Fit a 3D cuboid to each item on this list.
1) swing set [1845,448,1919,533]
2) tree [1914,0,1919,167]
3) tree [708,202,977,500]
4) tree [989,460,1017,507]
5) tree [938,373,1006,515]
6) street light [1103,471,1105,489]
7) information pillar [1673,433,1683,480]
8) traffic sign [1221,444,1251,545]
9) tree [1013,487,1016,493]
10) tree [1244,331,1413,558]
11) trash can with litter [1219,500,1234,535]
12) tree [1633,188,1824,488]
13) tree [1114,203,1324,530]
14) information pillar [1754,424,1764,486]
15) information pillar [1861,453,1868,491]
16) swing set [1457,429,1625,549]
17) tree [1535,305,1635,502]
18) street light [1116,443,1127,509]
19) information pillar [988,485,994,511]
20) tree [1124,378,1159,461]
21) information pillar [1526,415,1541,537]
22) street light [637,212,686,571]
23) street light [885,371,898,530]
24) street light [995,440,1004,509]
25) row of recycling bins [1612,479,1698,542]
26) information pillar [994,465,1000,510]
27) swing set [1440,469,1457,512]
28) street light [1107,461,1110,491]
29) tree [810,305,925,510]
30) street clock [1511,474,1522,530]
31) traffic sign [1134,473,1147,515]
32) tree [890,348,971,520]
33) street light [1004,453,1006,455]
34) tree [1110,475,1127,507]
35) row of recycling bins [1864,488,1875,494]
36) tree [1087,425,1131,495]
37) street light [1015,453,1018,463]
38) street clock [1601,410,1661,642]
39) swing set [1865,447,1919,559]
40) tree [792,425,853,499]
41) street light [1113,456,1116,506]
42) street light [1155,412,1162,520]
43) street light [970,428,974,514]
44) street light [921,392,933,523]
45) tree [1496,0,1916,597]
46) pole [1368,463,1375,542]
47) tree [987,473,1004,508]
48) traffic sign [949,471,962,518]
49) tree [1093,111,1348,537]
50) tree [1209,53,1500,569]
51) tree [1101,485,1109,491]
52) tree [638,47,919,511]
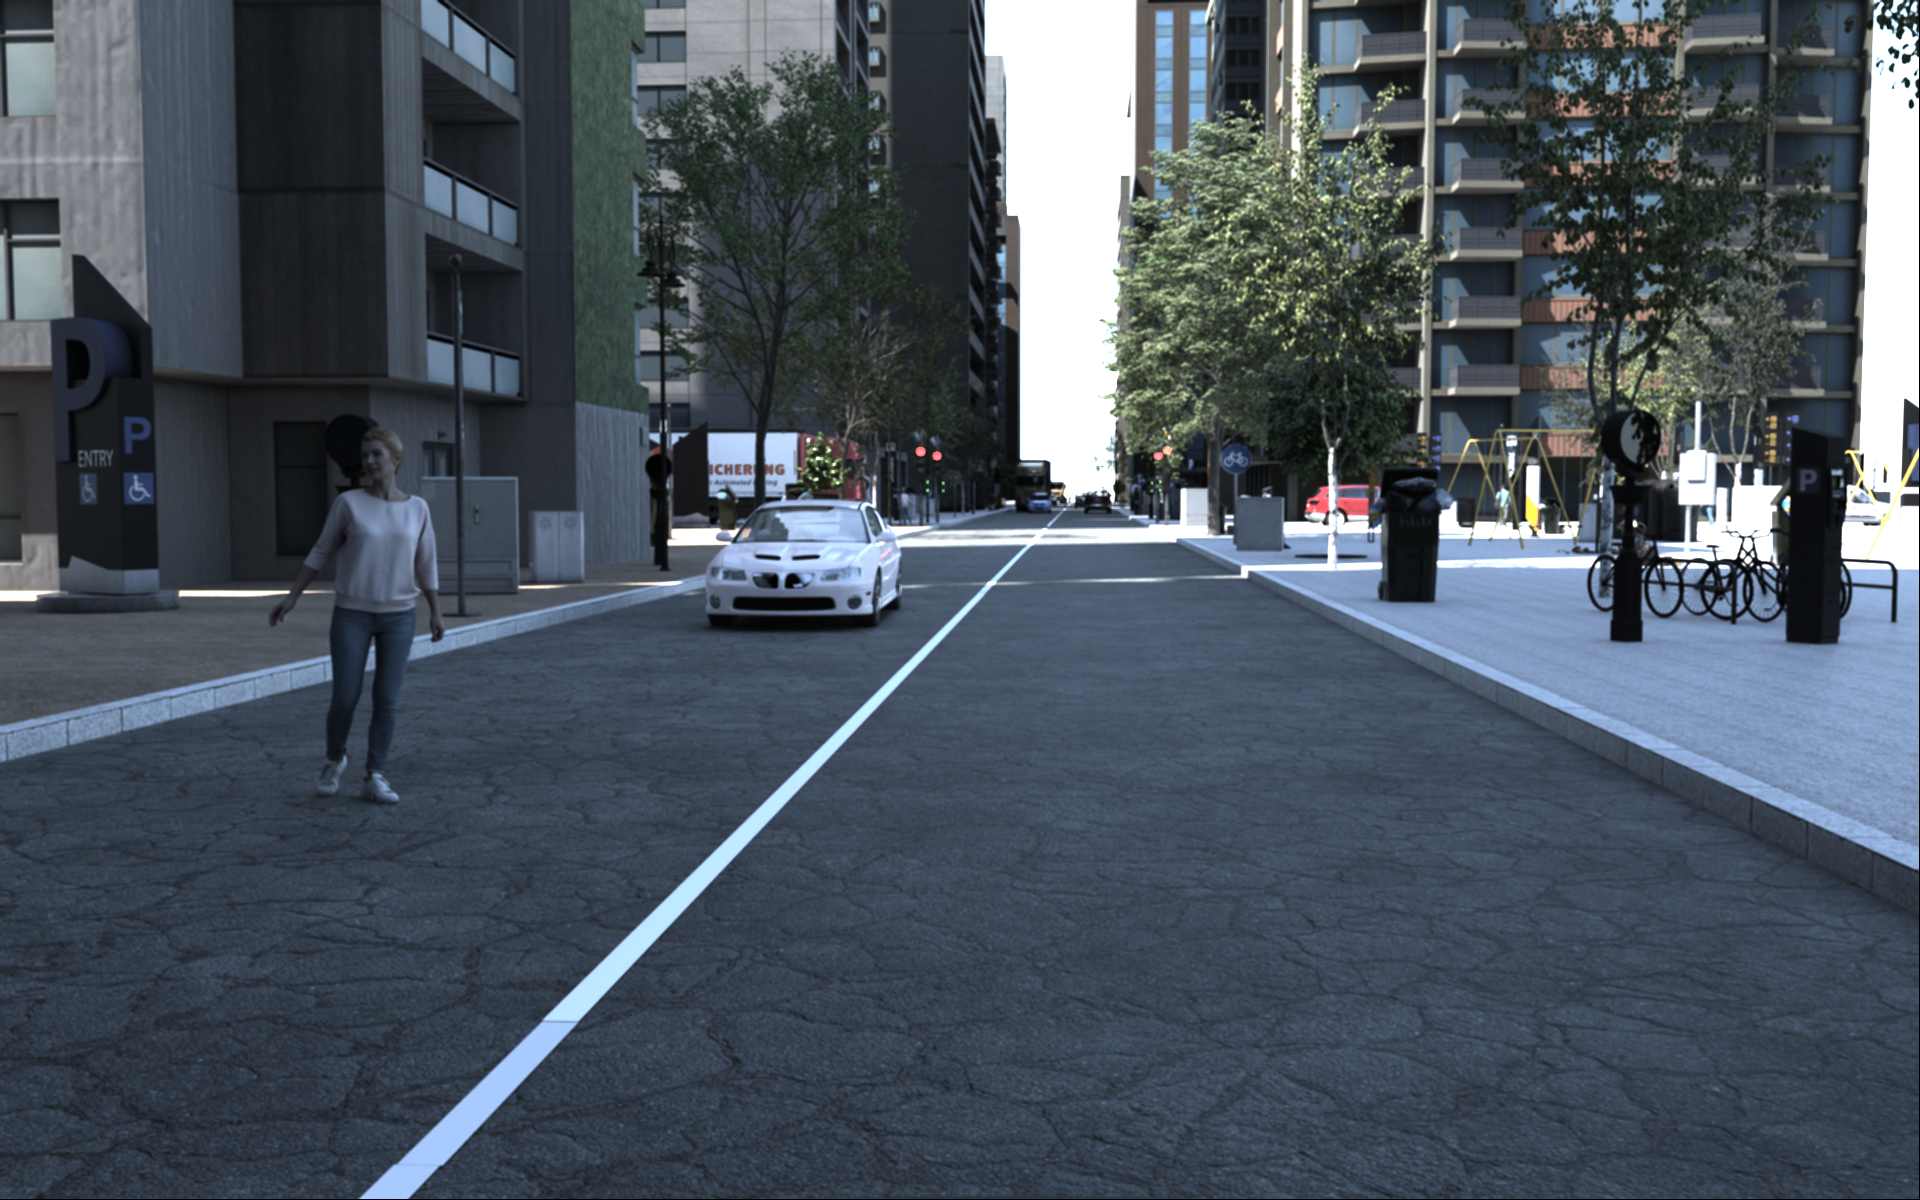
[{"bbox_3d":[33.270,-4.048,63.798,3.119,2.851,2.862,-3,5,-43],"label":"swing set"},{"bbox_3d":[8.331,-3.755,11.755,4.737,8.622,4.395,0,3,0],"label":"tree"},{"bbox_3d":[-3.886,-7.416,55.666,8.767,10.594,7.601,-1,4,-9],"label":"tree"},{"bbox_3d":[4.406,-11.215,167.081,4.285,4.588,4.351,0,3,0],"label":"tree"},{"bbox_3d":[0.266,-9.445,104.784,4.360,8.622,3.978,0,3,0],"label":"tree"},{"bbox_3d":[20.724,-16.556,243.475,0.468,5.910,1.993,0,4,4],"label":"street light"},{"bbox_3d":[27.673,-4.614,66.786,0.183,3.616,0.504,-1,4,-8],"label":"information pillar"},{"bbox_3d":[6.984,-2.679,43.907,0.768,2.556,0.104,0,4,8],"label":"traffic sign"},{"bbox_3d":[6.768,-12.690,202.088,1.663,3.219,1.824,0,3,0],"label":"tree"},{"bbox_3d":[7.454,-3.142,35.080,4.285,4.588,4.351,0,3,0],"label":"tree"},{"bbox_3d":[8.467,-2.683,55.254,1.055,1.170,0.624,2,4,34],"label":"trash can with litter"},{"bbox_3d":[19.034,-5.631,42.424,4.360,8.622,3.978,0,3,0],"label":"tree"},{"bbox_3d":[9.190,-8.351,62.287,9.928,11.665,9.643,0,3,0],"label":"tree"},{"bbox_3d":[26.946,-4.103,58.440,0.504,3.616,0.183,-3,5,-44],"label":"information pillar"},{"bbox_3d":[49.542,-6.361,95.364,0.504,3.616,0.183,0,4,-7],"label":"information pillar"},{"bbox_3d":[14.220,-2.715,42.005,3.119,2.851,2.862,-1,4,-9],"label":"swing set"},{"bbox_3d":[23.965,-7.021,65.156,4.360,8.622,3.978,0,3,0],"label":"tree"},{"bbox_3d":[14.893,-11.436,159.758,0.468,5.910,1.993,0,4,4],"label":"street light"},{"bbox_3d":[2.367,-8.093,136.810,0.304,2.012,0.304,0,4,2],"label":"information pillar"},{"bbox_3d":[11.340,-9.014,97.748,4.737,8.622,4.395,0,3,0],"label":"tree"},{"bbox_3d":[17.041,-3.675,51.436,0.183,3.616,0.504,-1,4,-22],"label":"information pillar"},{"bbox_3d":[-4.933,-3.424,28.764,0.468,5.910,1.993,0,4,4],"label":"street light"},{"bbox_3d":[-2.532,-5.470,62.230,0.468,5.910,1.993,0,4,4],"label":"street light"},{"bbox_3d":[3.196,-10.511,144.647,0.468,5.910,1.993,0,4,4],"label":"street light"},{"bbox_3d":[19.300,-2.506,48.080,1.069,1.692,3.534,0,4,-8],"label":"row of recycling bins"},{"bbox_3d":[3.010,-9.130,140.622,0.504,3.616,0.183,3,5,45],"label":"information pillar"},{"bbox_3d":[15.166,-3.127,48.746,2.862,2.851,3.119,-1,4,-19],"label":"swing set"},{"bbox_3d":[19.566,-15.557,227.144,0.468,5.910,1.993,0,4,4],"label":"street light"},{"bbox_3d":[-3.524,-7.107,66.563,4.360,8.622,3.978,0,3,0],"label":"tree"},{"bbox_3d":[19.607,-3.457,61.095,0.358,2.002,0.471,0,4,-2],"label":"street clock"},{"bbox_3d":[10.830,-6.358,104.058,0.768,2.556,0.104,0,4,4],"label":"traffic sign"},{"bbox_3d":[-1.272,-8.323,86.448,4.737,8.622,4.395,0,3,0],"label":"tree"},{"bbox_3d":[3.820,-11.093,154.150,0.468,5.910,1.993,0,4,4],"label":"street light"},{"bbox_3d":[18.046,-12.282,195.414,1.663,3.219,1.824,0,3,0],"label":"tree"},{"bbox_3d":[62.855,-7.087,122.984,3.534,1.692,1.069,2,4,25],"label":"row of recycling bins"},{"bbox_3d":[20.616,-18.397,235.196,7.601,10.594,8.767,1,4,17],"label":"tree"},{"bbox_3d":[6.202,-13.170,188.117,0.468,5.910,1.993,0,4,4],"label":"street light"},{"bbox_3d":[5.814,-0.641,15.054,0.471,2.002,0.358,-2,4,-23],"label":"street clock"},{"bbox_3d":[18.779,-2.093,31.839,3.119,2.851,2.862,-2,4,-32],"label":"swing set"},{"bbox_3d":[-4.048,-3.327,49.003,1.663,3.219,1.824,0,3,0],"label":"tree"},{"bbox_3d":[17.244,-13.476,193.114,0.468,5.910,1.993,0,4,4],"label":"street light"},{"bbox_3d":[9.713,-6.804,84.038,0.468,5.910,1.993,0,4,4],"label":"street light"},{"bbox_3d":[0.843,-8.471,111.290,0.468,5.910,1.993,0,4,4],"label":"street light"},{"bbox_3d":[-1.458,-6.421,77.774,0.468,5.910,1.993,0,4,4],"label":"street light"},{"bbox_3d":[8.267,-4.338,21.292,4.737,8.622,4.395,0,3,0],"label":"tree"},{"bbox_3d":[10.910,-3.182,45.863,0.158,3.312,0.155,0,3,0],"label":"pole"},{"bbox_3d":[3.288,-10.223,161.750,1.663,3.219,1.824,0,3,0],"label":"tree"},{"bbox_3d":[-0.278,-5.783,94.661,0.768,2.556,0.104,0,4,5],"label":"traffic sign"},{"bbox_3d":[8.052,-8.177,51.828,7.486,12.596,7.792,0,3,0],"label":"tree"},{"bbox_3d":[6.308,-4.816,29.107,4.737,8.622,4.395,0,3,0],"label":"tree"},{"bbox_3d":[25.412,-19.168,308.002,1.663,3.219,1.824,0,3,0],"label":"tree"},{"bbox_3d":[-4.594,-7.030,40.694,9.928,11.665,9.643,0,3,0],"label":"tree"}]
